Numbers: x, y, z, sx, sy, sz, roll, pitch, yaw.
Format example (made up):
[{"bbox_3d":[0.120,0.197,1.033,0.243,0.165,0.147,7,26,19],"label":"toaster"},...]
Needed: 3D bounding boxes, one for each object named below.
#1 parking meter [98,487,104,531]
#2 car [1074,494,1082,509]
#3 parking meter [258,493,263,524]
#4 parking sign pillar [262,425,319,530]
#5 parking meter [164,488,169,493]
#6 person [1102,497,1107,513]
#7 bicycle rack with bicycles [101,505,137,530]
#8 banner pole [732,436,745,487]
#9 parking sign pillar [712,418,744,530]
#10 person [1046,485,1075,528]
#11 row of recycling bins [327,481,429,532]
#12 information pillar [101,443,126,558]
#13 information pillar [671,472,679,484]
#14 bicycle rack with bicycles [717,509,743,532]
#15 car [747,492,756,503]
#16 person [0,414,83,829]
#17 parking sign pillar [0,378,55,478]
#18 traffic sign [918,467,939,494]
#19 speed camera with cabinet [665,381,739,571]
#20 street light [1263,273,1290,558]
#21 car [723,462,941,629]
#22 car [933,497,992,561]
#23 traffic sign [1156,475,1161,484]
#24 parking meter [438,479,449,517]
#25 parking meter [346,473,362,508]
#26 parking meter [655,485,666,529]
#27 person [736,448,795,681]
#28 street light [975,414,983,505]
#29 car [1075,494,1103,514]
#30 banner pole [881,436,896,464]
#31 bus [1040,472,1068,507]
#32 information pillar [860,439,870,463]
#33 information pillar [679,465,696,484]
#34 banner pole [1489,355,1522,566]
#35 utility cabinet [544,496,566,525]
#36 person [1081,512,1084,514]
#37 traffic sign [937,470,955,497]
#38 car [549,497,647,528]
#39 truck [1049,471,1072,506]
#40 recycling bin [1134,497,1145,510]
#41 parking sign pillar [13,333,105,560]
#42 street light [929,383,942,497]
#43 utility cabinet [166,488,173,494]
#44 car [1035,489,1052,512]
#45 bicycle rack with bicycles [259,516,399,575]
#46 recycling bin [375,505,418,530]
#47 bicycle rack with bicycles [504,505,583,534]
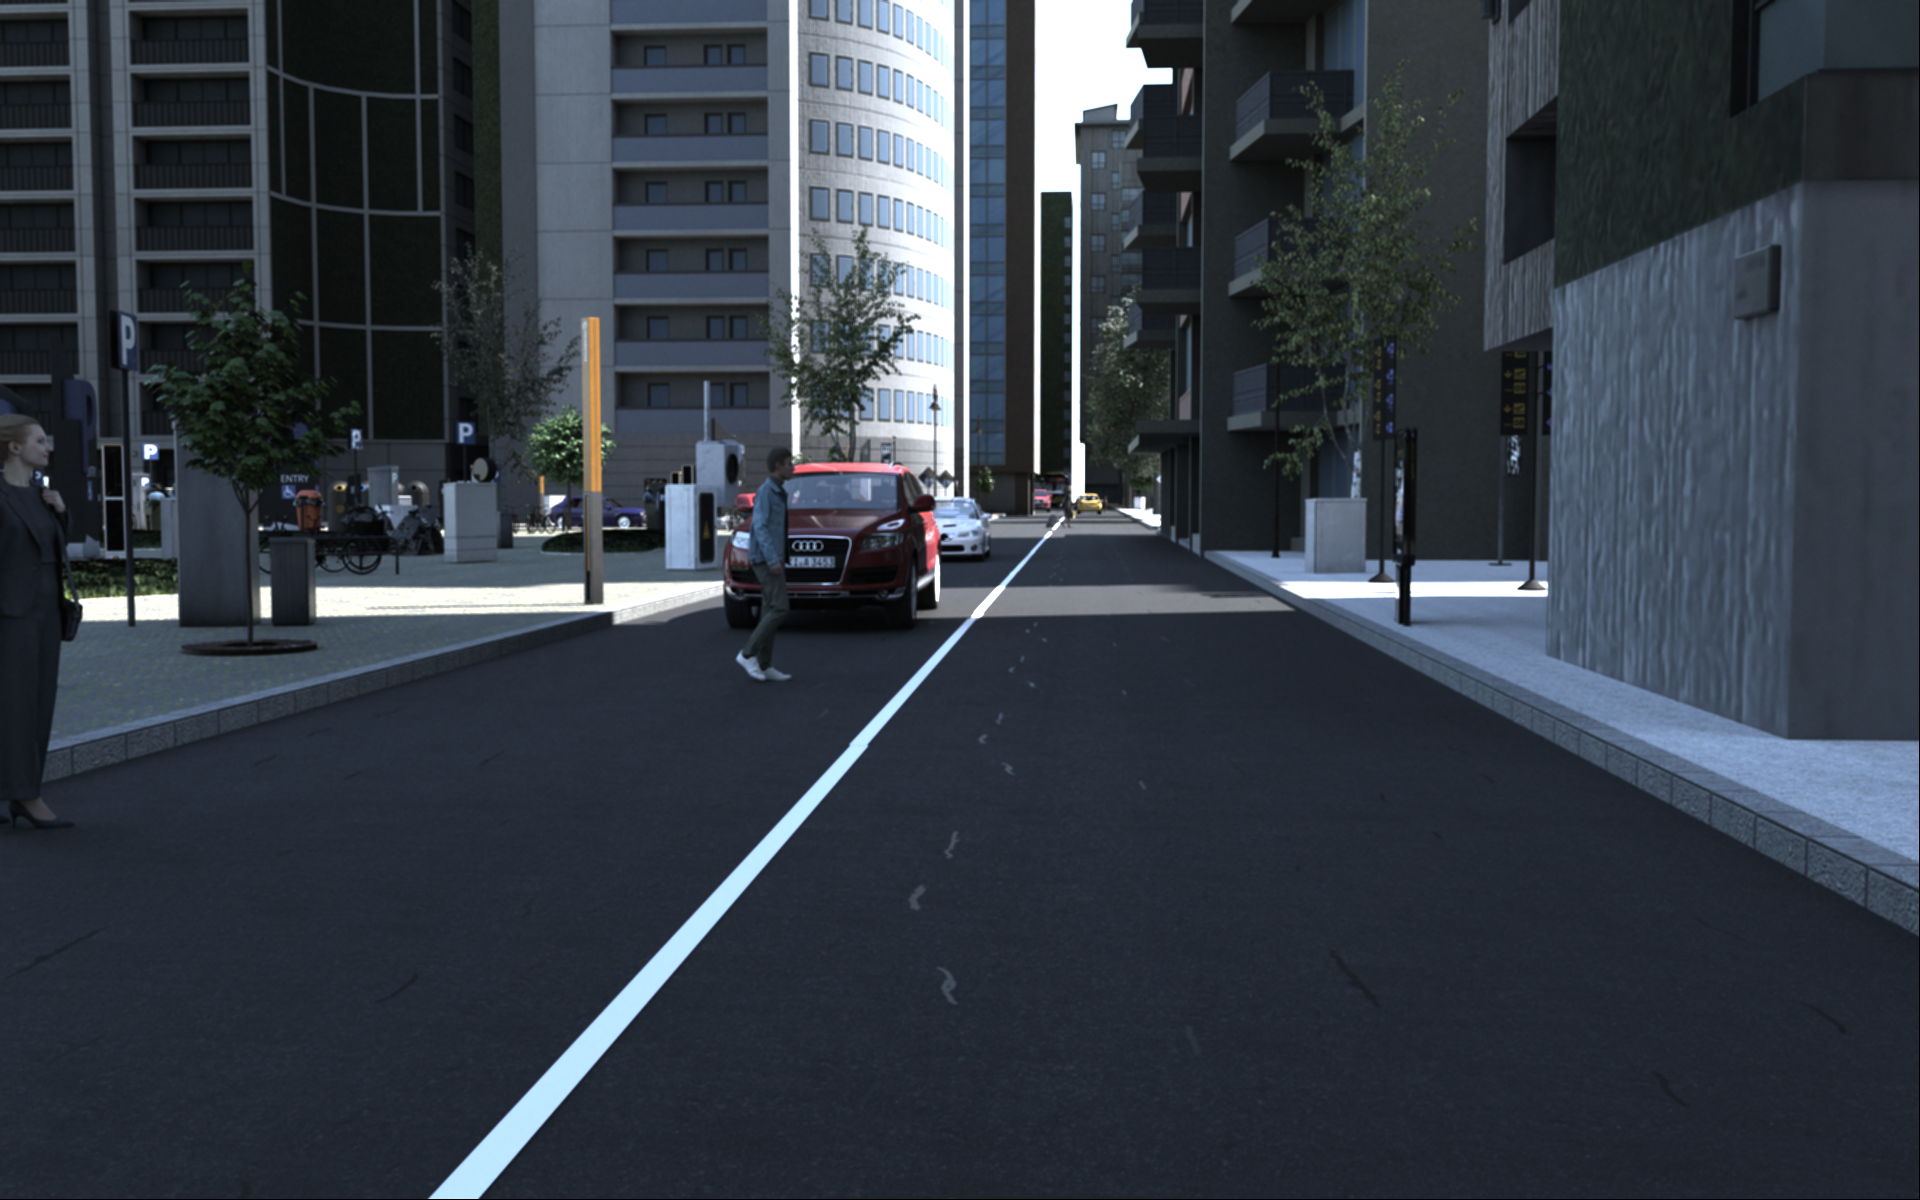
[{"bbox_3d":[-21.742,-2.147,43.521,0.372,1.533,0.369,0,3,0],"label":"parking meter"},{"bbox_3d":[11.896,-9.554,165.990,2.009,1.686,4.222,0,4,4],"label":"car"},{"bbox_3d":[-29.858,-4.174,73.957,0.255,1.863,0.399,3,5,44],"label":"parking meter"},{"bbox_3d":[-16.885,-3.376,43.670,1.447,3.967,1.447,0,4,-4],"label":"parking sign pillar"},{"bbox_3d":[-27.271,-3.113,59.312,0.372,1.533,0.369,0,3,0],"label":"parking meter"},{"bbox_3d":[10.868,-7.145,129.996,0.362,1.253,0.373,0,4,5],"label":"person"},{"bbox_3d":[-28.895,-2.700,57.527,2.852,0.926,2.925,-3,4,-38],"label":"bicycle rack with bicycles"},{"bbox_3d":[-9.475,-5.136,73.988,0.863,3.779,0.401,3,4,36],"label":"banner pole"},{"bbox_3d":[-8.339,-4.512,62.241,1.447,3.967,1.447,2,4,31],"label":"parking sign pillar"},{"bbox_3d":[4.319,-3.988,73.917,1.509,1.804,0.699,-2,4,-31],"label":"person"},{"bbox_3d":[-18.551,-2.945,55.260,3.534,1.692,1.069,1,4,13],"label":"row of recycling bins"},{"bbox_3d":[-12.291,-1.269,25.232,0.304,2.012,0.304,-1,4,-17],"label":"information pillar"},{"bbox_3d":[-9.444,-3.258,57.757,0.304,2.012,0.304,0,4,6],"label":"information pillar"},{"bbox_3d":[-7.159,-2.792,59.034,2.852,0.926,2.925,-2,4,-35],"label":"bicycle rack with bicycles"},{"bbox_3d":[-6.816,-3.564,67.312,4.494,1.783,2.155,0,4,3],"label":"car"},{"bbox_3d":[-4.079,0.093,7.406,0.534,1.772,0.576,-1,4,-12],"label":"person"},{"bbox_3d":[-19.238,-2.817,34.523,1.447,3.967,1.447,0,4,1],"label":"parking sign pillar"},{"bbox_3d":[-1.159,-3.678,63.785,0.795,2.450,0.064,0,4,4],"label":"traffic sign"},{"bbox_3d":[-4.395,-2.159,29.641,0.660,3.252,2.038,1,4,13],"label":"speed camera with cabinet"},{"bbox_3d":[6.393,-3.799,34.899,0.468,5.910,1.993,0,4,4],"label":"street light"},{"bbox_3d":[-1.373,-0.705,20.200,2.281,1.827,5.304,0,4,4],"label":"car"},{"bbox_3d":[-0.303,-1.598,38.484,2.083,1.381,4.827,0,4,3],"label":"car"},{"bbox_3d":[8.435,-4.125,71.081,0.795,2.450,0.064,0,4,4],"label":"traffic sign"},{"bbox_3d":[-19.278,-3.609,64.717,0.399,1.863,0.255,-1,4,-11],"label":"parking meter"},{"bbox_3d":[-16.854,-2.596,48.152,0.399,1.863,0.255,-1,4,-21],"label":"parking meter"},{"bbox_3d":[-8.192,-2.396,47.584,0.372,1.533,0.369,0,3,0],"label":"parking meter"},{"bbox_3d":[-1.478,-0.269,13.237,0.444,1.785,0.601,1,4,9],"label":"person"},{"bbox_3d":[1.074,-7.751,99.510,0.468,5.910,1.993,0,4,4],"label":"street light"},{"bbox_3d":[9.266,-6.977,124.296,2.015,1.641,3.980,0,4,3],"label":"car"},{"bbox_3d":[-3.031,-5.177,74.661,0.863,3.779,0.401,1,4,22],"label":"banner pole"},{"bbox_3d":[10.771,-12.468,195.402,2.896,3.916,12.252,0,4,5],"label":"bus"},{"bbox_3d":[-3.997,-5.011,73.283,0.504,3.616,0.183,3,4,36],"label":"information pillar"},{"bbox_3d":[-6.768,-2.378,43.373,0.304,2.012,0.304,1,4,11],"label":"information pillar"},{"bbox_3d":[9.921,-2.523,31.270,0.863,3.779,0.401,-3,5,-40],"label":"banner pole"},{"bbox_3d":[-17.023,-3.770,72.793,0.306,1.237,1.020,2,4,28],"label":"utility cabinet"},{"bbox_3d":[9.001,-6.984,127.364,0.332,1.250,0.352,1,4,19],"label":"person"},{"bbox_3d":[-0.585,-4.166,71.749,0.795,2.450,0.064,0,4,4],"label":"traffic sign"},{"bbox_3d":[-14.431,-3.490,69.641,3.894,1.354,1.945,0,4,6],"label":"car"},{"bbox_3d":[12.107,-13.501,209.653,2.839,4.237,11.283,0,4,6],"label":"truck"},{"bbox_3d":[14.879,-8.002,143.387,0.722,1.027,0.722,2,4,33],"label":"recycling bin"},{"bbox_3d":[-15.218,-2.529,29.814,1.447,3.967,1.447,-1,4,-15],"label":"parking sign pillar"},{"bbox_3d":[-1.029,-6.066,71.971,0.468,5.910,1.993,0,4,4],"label":"street light"},{"bbox_3d":[-29.619,-3.392,64.138,1.173,1.500,0.318,-1,4,-17],"label":"utility cabinet"},{"bbox_3d":[6.224,-7.948,138.628,2.281,1.827,5.304,0,4,2],"label":"car"},{"bbox_3d":[-10.430,-0.884,27.831,2.925,0.926,2.852,-3,4,-36],"label":"bicycle rack with bicycles"},{"bbox_3d":[-12.836,-1.648,39.497,0.722,1.027,0.722,3,5,44],"label":"recycling bin"},{"bbox_3d":[-13.600,-2.657,56.830,2.852,0.926,2.925,-2,4,-28],"label":"bicycle rack with bicycles"}]
